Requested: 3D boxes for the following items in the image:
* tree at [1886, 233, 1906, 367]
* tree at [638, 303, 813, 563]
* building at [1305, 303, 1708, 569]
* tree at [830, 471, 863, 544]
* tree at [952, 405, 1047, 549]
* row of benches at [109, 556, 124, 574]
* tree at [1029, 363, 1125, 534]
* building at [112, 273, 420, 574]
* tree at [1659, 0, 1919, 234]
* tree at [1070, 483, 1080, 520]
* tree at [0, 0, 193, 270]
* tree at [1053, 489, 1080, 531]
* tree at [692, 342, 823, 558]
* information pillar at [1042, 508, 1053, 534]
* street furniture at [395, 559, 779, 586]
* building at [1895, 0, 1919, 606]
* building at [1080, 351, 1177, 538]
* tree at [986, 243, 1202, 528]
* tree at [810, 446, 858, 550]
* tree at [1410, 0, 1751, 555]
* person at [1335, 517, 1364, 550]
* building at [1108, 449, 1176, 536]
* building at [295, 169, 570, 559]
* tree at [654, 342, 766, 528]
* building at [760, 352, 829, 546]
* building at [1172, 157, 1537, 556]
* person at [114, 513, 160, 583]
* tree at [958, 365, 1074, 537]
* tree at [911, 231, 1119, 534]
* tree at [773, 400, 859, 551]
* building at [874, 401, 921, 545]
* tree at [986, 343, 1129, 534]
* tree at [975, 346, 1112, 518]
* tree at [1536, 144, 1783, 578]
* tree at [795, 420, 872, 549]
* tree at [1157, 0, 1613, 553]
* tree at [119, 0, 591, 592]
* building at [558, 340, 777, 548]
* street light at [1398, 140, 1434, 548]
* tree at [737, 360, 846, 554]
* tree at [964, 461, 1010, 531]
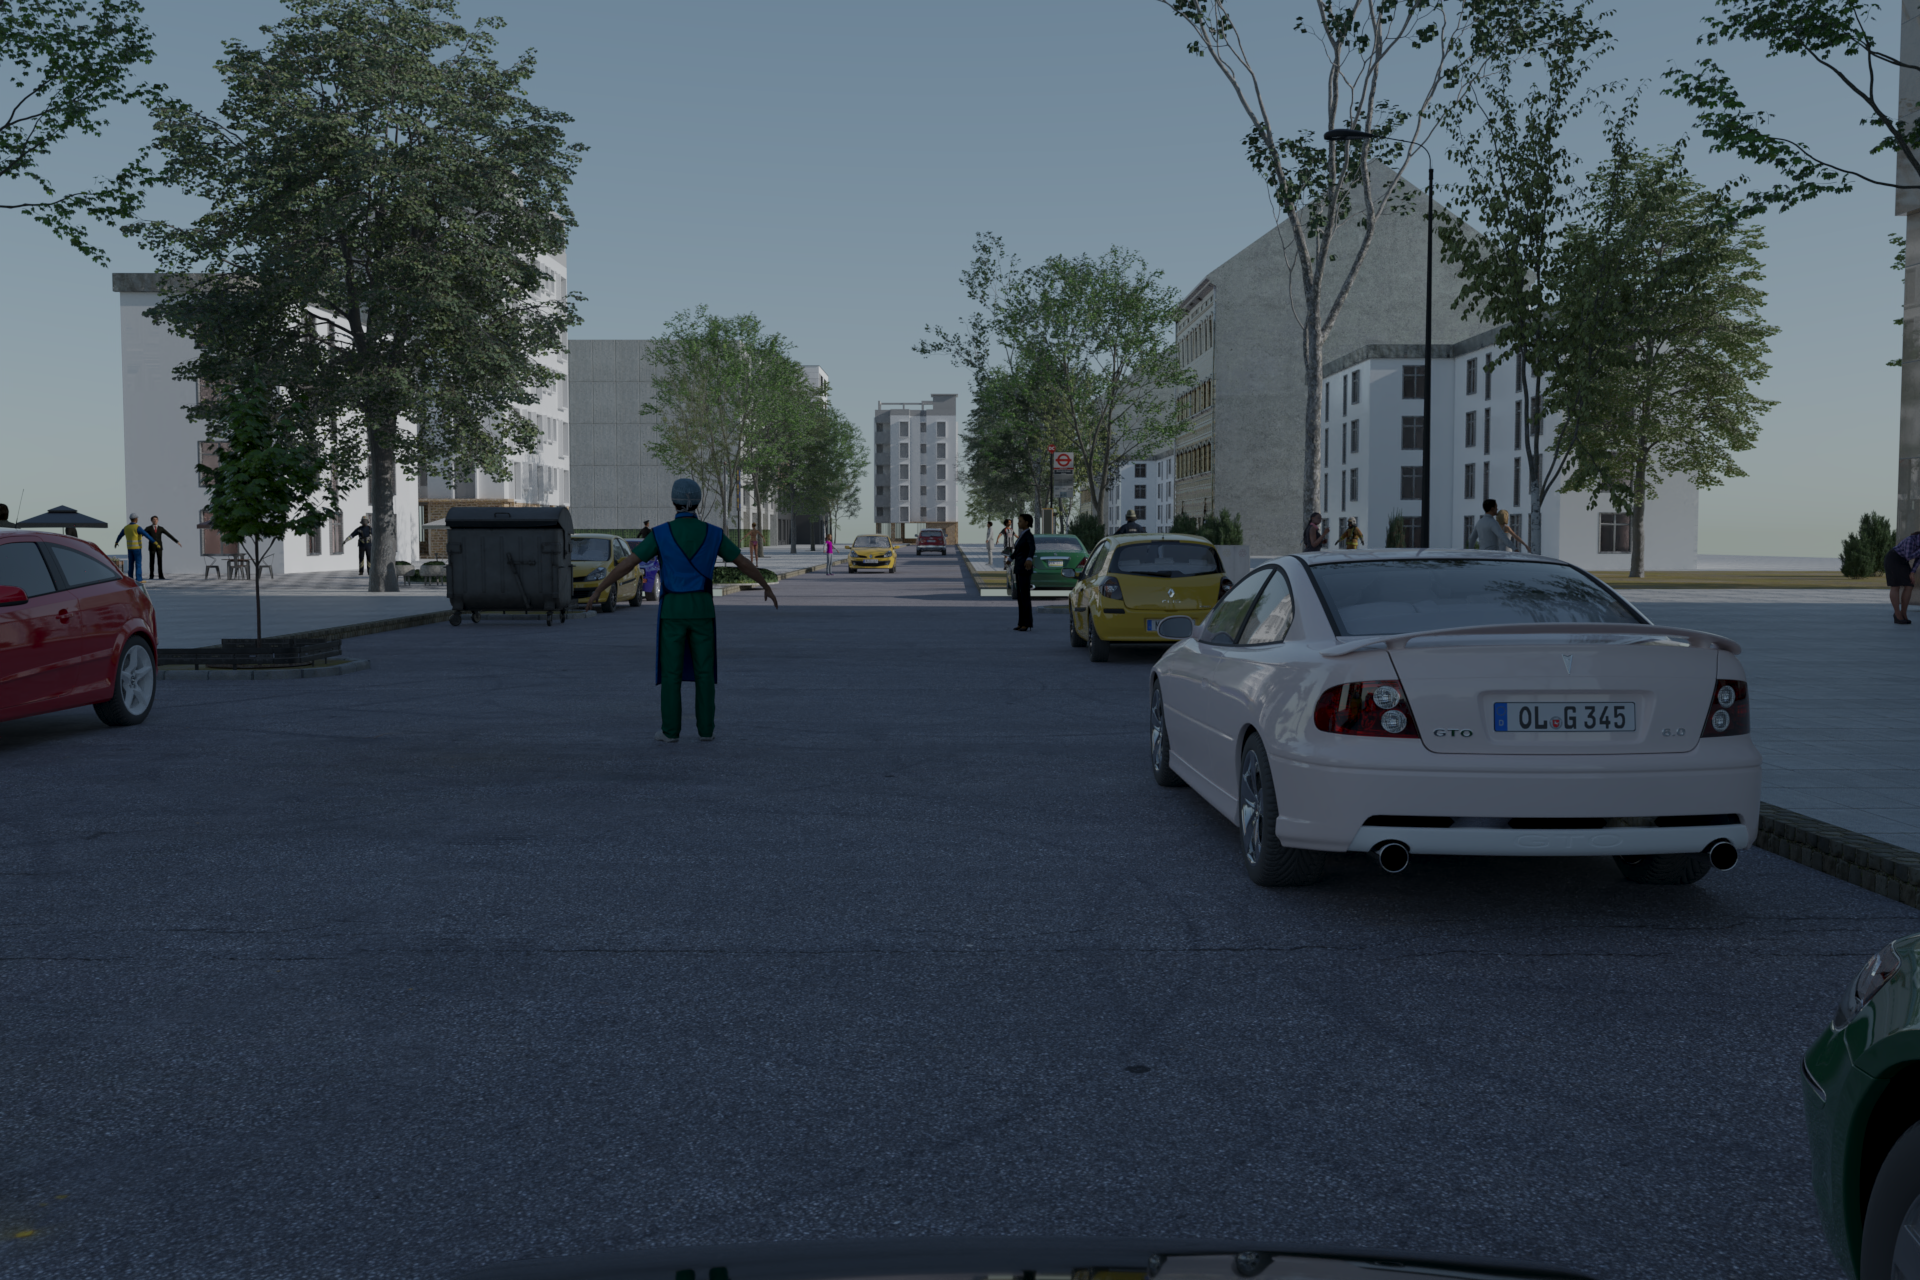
[{"bbox_3d":[25.902,-7.524,41.150,7.486,12.596,7.792,0,3,0],"label":"tree"},{"bbox_3d":[-10.447,-9.275,77.399,9.928,11.665,9.643,0,3,0],"label":"tree"},{"bbox_3d":[22.559,-8.238,76.845,9.099,9.664,28.070,0,3,0],"label":"building"},{"bbox_3d":[-16.348,-18.104,230.415,7.601,10.594,8.767,0,4,2],"label":"tree"},{"bbox_3d":[4.357,-14.344,144.889,12.009,13.543,11.850,0,3,0],"label":"tree"},{"bbox_3d":[-25.027,-1.958,47.472,4.104,0.672,1.422,-1,4,-15],"label":"row of benches"},{"bbox_3d":[4.816,-7.645,75.353,4.737,8.622,4.395,0,3,0],"label":"tree"},{"bbox_3d":[-26.639,-7.810,69.834,9.099,9.664,28.070,0,4,-1],"label":"building"},{"bbox_3d":[8.604,-5.372,13.588,9.928,11.665,9.643,0,3,0],"label":"tree"},{"bbox_3d":[17.426,-17.619,238.435,4.360,8.622,3.978,0,3,0],"label":"tree"},{"bbox_3d":[-13.213,-5.788,20.387,9.928,11.665,9.643,0,3,0],"label":"tree"},{"bbox_3d":[13.958,-17.206,231.678,4.737,8.622,4.395,0,3,0],"label":"tree"},{"bbox_3d":[-11.004,-10.281,93.842,9.928,11.665,9.643,0,3,0],"label":"tree"},{"bbox_3d":[2.508,-2.772,49.809,0.304,2.012,0.304,0,4,-1],"label":"information pillar"},{"bbox_3d":[-9.954,-1.755,44.322,10.072,0.657,5.734,1,4,14],"label":"street furniture"},{"bbox_3d":[26.837,-14.963,10.871,22.709,31.103,35.509,0,4,-1],"label":"building"},{"bbox_3d":[24.542,-23.196,210.179,19.493,23.208,18.063,0,4,0],"label":"building"},{"bbox_3d":[5.023,-8.423,63.464,9.928,11.665,9.643,0,3,0],"label":"tree"},{"bbox_3d":[-10.882,-11.398,136.720,4.360,8.622,3.978,0,3,0],"label":"tree"},{"bbox_3d":[8.357,-4.524,24.330,4.737,8.622,4.395,0,3,0],"label":"tree"},{"bbox_3d":[13.022,-3.175,57.684,0.705,1.858,1.354,-2,4,-30],"label":"person"},{"bbox_3d":[21.488,-14.782,183.830,9.099,9.664,28.070,0,4,-1],"label":"building"},{"bbox_3d":[-28.264,-14.321,90.568,16.016,20.090,11.380,0,4,0],"label":"building"},{"bbox_3d":[-10.073,-7.113,66.657,4.360,8.622,3.978,0,3,0],"label":"tree"},{"bbox_3d":[-30.951,-22.240,207.597,27.936,21.610,32.646,0,4,0],"label":"building"},{"bbox_3d":[24.125,-17.104,110.571,19.493,23.208,18.063,0,3,0],"label":"building"},{"bbox_3d":[-21.596,-2.409,45.355,1.349,1.833,0.705,1,4,12],"label":"person"},{"bbox_3d":[4.714,-13.665,130.079,9.857,13.997,8.962,0,3,0],"label":"tree"},{"bbox_3d":[3.788,-15.492,109.188,12.611,20.169,13.585,0,3,0],"label":"tree"},{"bbox_3d":[-11.179,-12.465,129.551,9.928,11.665,9.643,0,3,0],"label":"tree"},{"bbox_3d":[-11.398,-23.138,237.186,11.380,20.090,16.016,0,4,-1],"label":"building"},{"bbox_3d":[4.750,-9.199,84.822,7.601,10.594,8.767,0,4,5],"label":"tree"},{"bbox_3d":[4.607,-10.405,95.880,9.928,11.665,9.643,0,3,0],"label":"tree"},{"bbox_3d":[20.432,-8.134,51.111,7.486,12.596,7.792,0,3,0],"label":"tree"},{"bbox_3d":[-11.031,-13.465,145.910,9.928,11.665,9.643,0,3,0],"label":"tree"},{"bbox_3d":[9.200,-11.097,37.324,12.611,20.169,13.585,0,3,0],"label":"tree"},{"bbox_3d":[-12.963,-8.045,38.190,9.857,13.997,8.962,0,3,0],"label":"tree"},{"bbox_3d":[-28.358,-18.772,173.383,16.747,18.905,31.486,0,3,0],"label":"building"},{"bbox_3d":[5.947,-2.904,20.022,1.470,5.913,1.316,0,4,-1],"label":"street light"},{"bbox_3d":[-11.256,-11.964,113.740,7.486,12.596,7.792,0,3,0],"label":"tree"},{"bbox_3d":[4.298,-19.410,235.485,7.486,12.596,7.792,0,3,0],"label":"tree"}]
